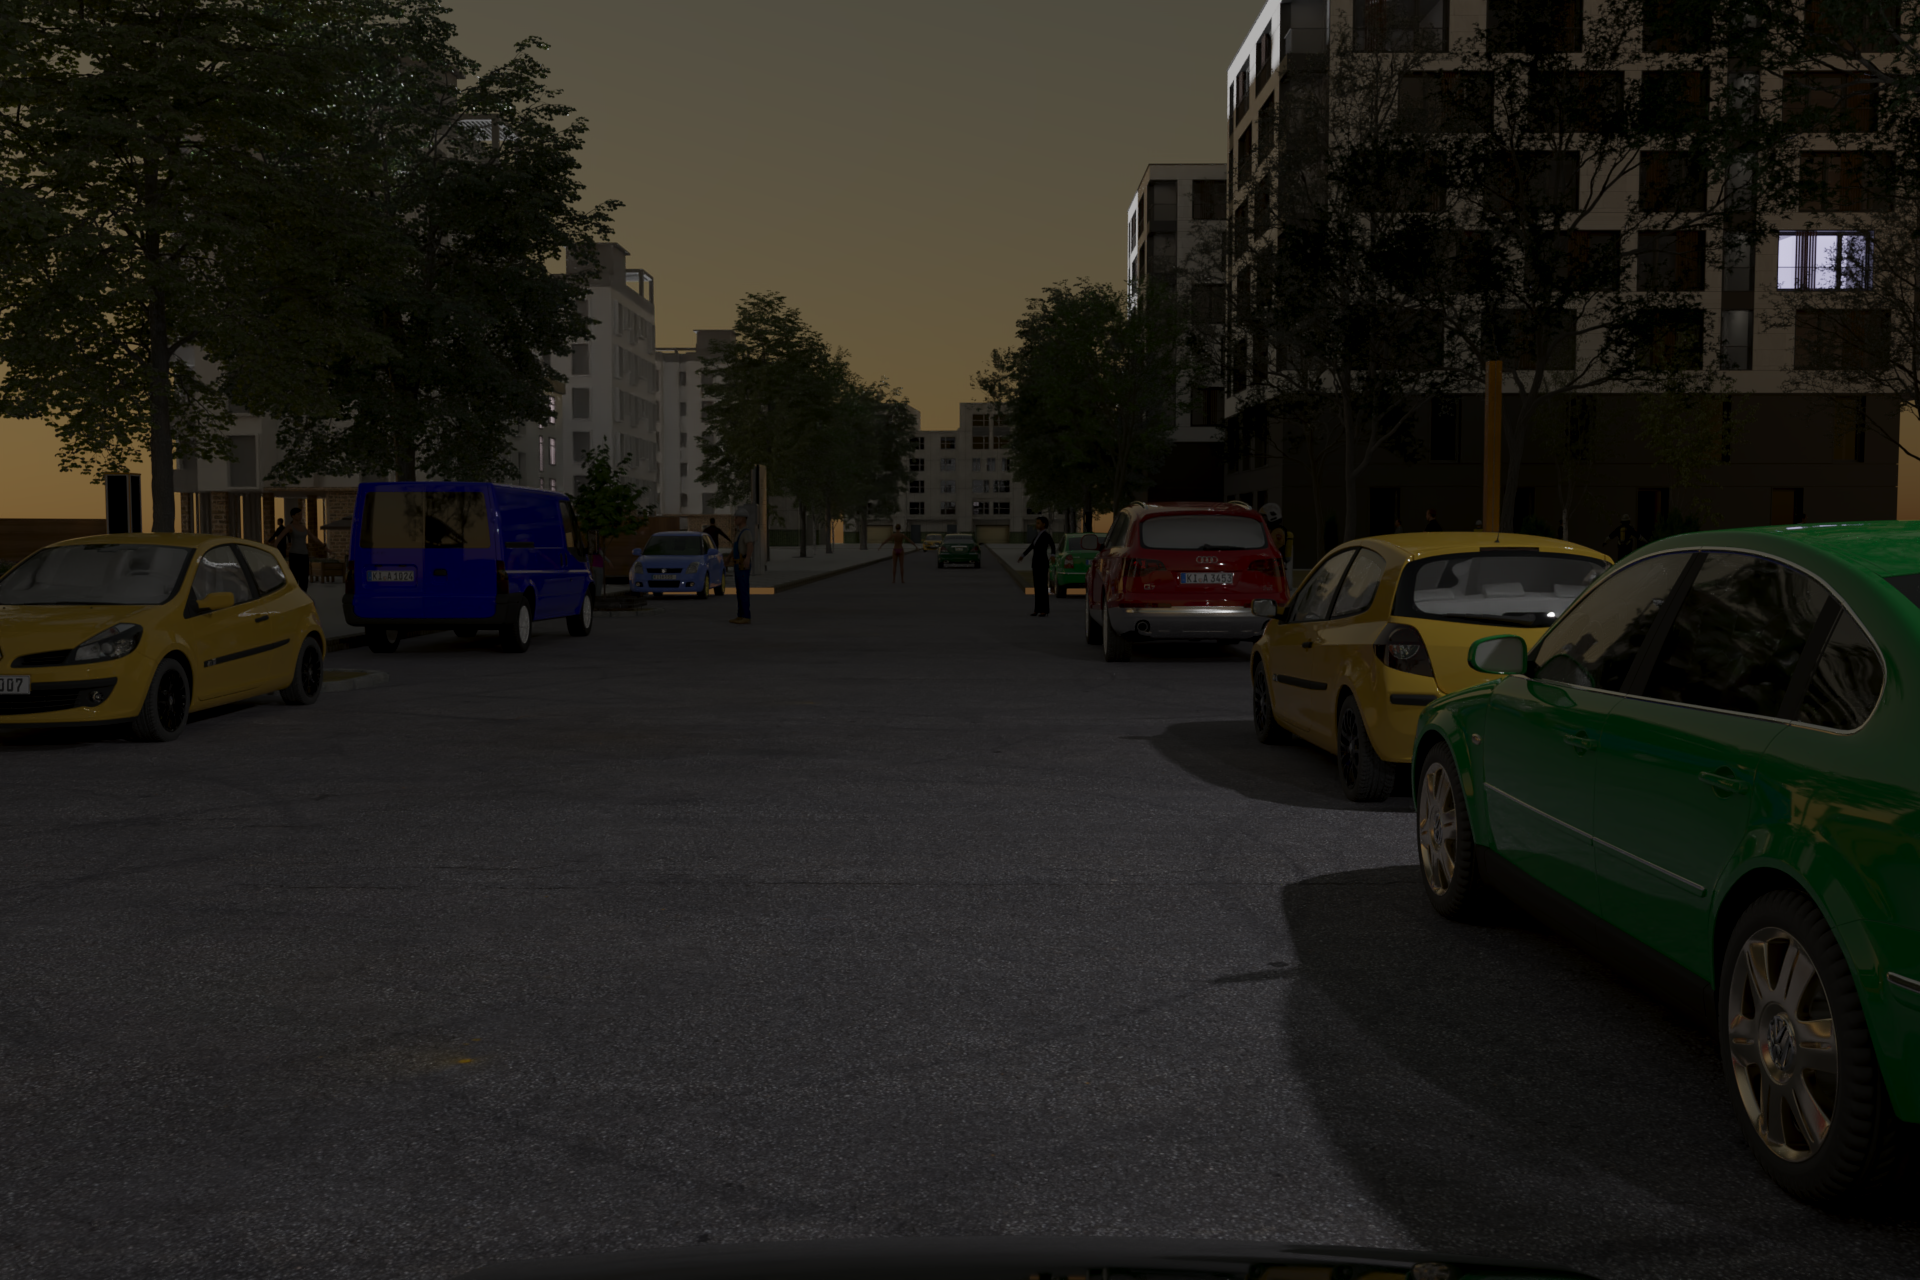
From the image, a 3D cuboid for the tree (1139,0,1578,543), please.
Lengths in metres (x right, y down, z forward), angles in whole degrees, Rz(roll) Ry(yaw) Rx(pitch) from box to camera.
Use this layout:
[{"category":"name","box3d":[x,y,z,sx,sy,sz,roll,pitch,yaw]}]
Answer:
[{"category":"tree","box3d":[9.125,-7.907,39.658,12.009,13.543,11.850,0,3,0]}]

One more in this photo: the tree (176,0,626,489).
[{"category":"tree","box3d":[-12.334,-8.054,38.344,9.857,13.997,8.962,0,3,0]}]

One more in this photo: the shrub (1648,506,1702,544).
[{"category":"shrub","box3d":[18.233,-2.423,44.043,1.690,2.028,1.600,0,3,0]}]

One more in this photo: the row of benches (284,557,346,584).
[{"category":"row of benches","box3d":[-17.485,-1.906,46.627,1.422,0.672,4.104,-3,4,-36]}]

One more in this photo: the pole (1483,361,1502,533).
[{"category":"pole","box3d":[6.298,-1.632,20.526,0.158,3.312,0.155,0,3,0]}]

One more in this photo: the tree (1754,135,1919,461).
[{"category":"tree","box3d":[28.355,-8.516,49.614,12.009,13.543,11.850,0,3,0]}]

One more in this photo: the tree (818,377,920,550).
[{"category":"tree","box3d":[-7.897,-14.255,139.720,9.857,13.997,8.962,0,3,0]}]

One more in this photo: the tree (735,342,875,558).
[{"category":"tree","box3d":[-8.512,-10.292,94.029,9.928,11.665,9.643,0,3,0]}]

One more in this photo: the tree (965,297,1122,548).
[{"category":"tree","box3d":[6.743,-17.383,140.106,12.611,20.169,13.585,0,3,0]}]

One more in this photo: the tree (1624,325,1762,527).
[{"category":"tree","box3d":[24.682,-6.656,59.195,4.737,8.622,4.395,0,3,0]}]

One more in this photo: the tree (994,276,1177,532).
[{"category":"tree","box3d":[6.408,-10.950,85.685,9.857,13.997,8.962,0,3,0]}]

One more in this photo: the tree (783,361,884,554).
[{"category":"tree","box3d":[-8.627,-11.924,113.082,7.486,12.596,7.792,0,3,0]}]

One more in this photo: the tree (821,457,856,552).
[{"category":"tree","box3d":[-8.892,-10.418,120.689,4.737,8.622,4.395,0,3,0]}]

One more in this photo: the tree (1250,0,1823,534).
[{"category":"tree","box3d":[9.000,-5.736,28.188,8.767,10.594,7.601,0,4,-2]}]

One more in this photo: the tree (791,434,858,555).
[{"category":"tree","box3d":[-9.042,-9.453,104.919,4.360,8.622,3.978,0,3,0]}]

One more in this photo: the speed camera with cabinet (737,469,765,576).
[{"category":"speed camera with cabinet","box3d":[-6.477,-3.626,53.613,0.660,3.252,2.038,0,4,1]}]

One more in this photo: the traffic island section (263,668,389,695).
[{"category":"traffic island section","box3d":[-6.548,0.397,16.369,1.991,0.108,1.994,0,4,1]}]

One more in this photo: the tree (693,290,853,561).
[{"category":"tree","box3d":[-8.748,-9.973,81.186,7.486,12.596,7.792,0,3,0]}]

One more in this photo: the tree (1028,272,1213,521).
[{"category":"tree","box3d":[6.307,-8.716,68.255,9.928,11.665,9.643,0,3,0]}]

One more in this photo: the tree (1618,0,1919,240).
[{"category":"tree","box3d":[8.571,-4.793,12.771,7.601,10.594,8.767,-3,5,-41]}]

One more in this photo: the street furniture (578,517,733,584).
[{"category":"street furniture","box3d":[-9.140,-2.494,47.639,9.812,1.723,11.010,-1,4,-15]}]

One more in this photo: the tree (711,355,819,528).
[{"category":"tree","box3d":[-8.305,-7.434,71.903,4.737,8.622,4.395,0,3,0]}]

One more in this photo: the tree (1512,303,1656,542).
[{"category":"tree","box3d":[18.882,-6.342,54.056,4.360,8.622,3.978,0,3,0]}]

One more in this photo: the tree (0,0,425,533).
[{"category":"tree","box3d":[-12.265,-6.627,26.481,7.486,12.596,7.792,0,3,0]}]

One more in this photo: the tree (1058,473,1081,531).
[{"category":"tree","box3d":[7.146,-10.040,114.511,4.360,8.622,3.978,0,3,0]}]

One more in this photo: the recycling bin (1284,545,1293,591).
[{"category":"recycling bin","box3d":[7.176,-1.649,39.520,0.722,1.027,0.722,0,4,1]}]

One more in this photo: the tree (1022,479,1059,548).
[{"category":"tree","box3d":[6.696,-10.911,128.758,4.737,8.622,4.395,0,3,0]}]

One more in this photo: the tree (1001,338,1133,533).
[{"category":"tree","box3d":[5.968,-10.967,97.440,7.486,12.596,7.792,0,3,0]}]

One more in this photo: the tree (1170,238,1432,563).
[{"category":"tree","box3d":[10.844,-7.238,52.758,8.767,10.594,7.601,-3,5,-43]}]

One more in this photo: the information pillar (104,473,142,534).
[{"category":"information pillar","box3d":[-10.042,-0.999,20.833,0.304,2.012,0.304,0,3,0]}]

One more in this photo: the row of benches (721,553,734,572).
[{"category":"row of benches","box3d":[-8.815,-2.683,59.329,4.104,0.672,1.422,3,4,38]}]

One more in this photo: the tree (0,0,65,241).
[{"category":"tree","box3d":[-11.941,-5.957,15.524,7.486,12.596,7.792,0,3,0]}]

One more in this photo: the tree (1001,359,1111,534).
[{"category":"tree","box3d":[6.265,-11.591,107.644,7.486,12.596,7.792,0,3,0]}]

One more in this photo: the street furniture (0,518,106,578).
[{"category":"street furniture","box3d":[-28.164,-2.566,48.809,11.010,1.723,9.812,3,5,45]}]

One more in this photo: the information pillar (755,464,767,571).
[{"category":"information pillar","box3d":[-6.801,-4.149,59.145,0.184,3.620,1.656,0,4,1]}]
